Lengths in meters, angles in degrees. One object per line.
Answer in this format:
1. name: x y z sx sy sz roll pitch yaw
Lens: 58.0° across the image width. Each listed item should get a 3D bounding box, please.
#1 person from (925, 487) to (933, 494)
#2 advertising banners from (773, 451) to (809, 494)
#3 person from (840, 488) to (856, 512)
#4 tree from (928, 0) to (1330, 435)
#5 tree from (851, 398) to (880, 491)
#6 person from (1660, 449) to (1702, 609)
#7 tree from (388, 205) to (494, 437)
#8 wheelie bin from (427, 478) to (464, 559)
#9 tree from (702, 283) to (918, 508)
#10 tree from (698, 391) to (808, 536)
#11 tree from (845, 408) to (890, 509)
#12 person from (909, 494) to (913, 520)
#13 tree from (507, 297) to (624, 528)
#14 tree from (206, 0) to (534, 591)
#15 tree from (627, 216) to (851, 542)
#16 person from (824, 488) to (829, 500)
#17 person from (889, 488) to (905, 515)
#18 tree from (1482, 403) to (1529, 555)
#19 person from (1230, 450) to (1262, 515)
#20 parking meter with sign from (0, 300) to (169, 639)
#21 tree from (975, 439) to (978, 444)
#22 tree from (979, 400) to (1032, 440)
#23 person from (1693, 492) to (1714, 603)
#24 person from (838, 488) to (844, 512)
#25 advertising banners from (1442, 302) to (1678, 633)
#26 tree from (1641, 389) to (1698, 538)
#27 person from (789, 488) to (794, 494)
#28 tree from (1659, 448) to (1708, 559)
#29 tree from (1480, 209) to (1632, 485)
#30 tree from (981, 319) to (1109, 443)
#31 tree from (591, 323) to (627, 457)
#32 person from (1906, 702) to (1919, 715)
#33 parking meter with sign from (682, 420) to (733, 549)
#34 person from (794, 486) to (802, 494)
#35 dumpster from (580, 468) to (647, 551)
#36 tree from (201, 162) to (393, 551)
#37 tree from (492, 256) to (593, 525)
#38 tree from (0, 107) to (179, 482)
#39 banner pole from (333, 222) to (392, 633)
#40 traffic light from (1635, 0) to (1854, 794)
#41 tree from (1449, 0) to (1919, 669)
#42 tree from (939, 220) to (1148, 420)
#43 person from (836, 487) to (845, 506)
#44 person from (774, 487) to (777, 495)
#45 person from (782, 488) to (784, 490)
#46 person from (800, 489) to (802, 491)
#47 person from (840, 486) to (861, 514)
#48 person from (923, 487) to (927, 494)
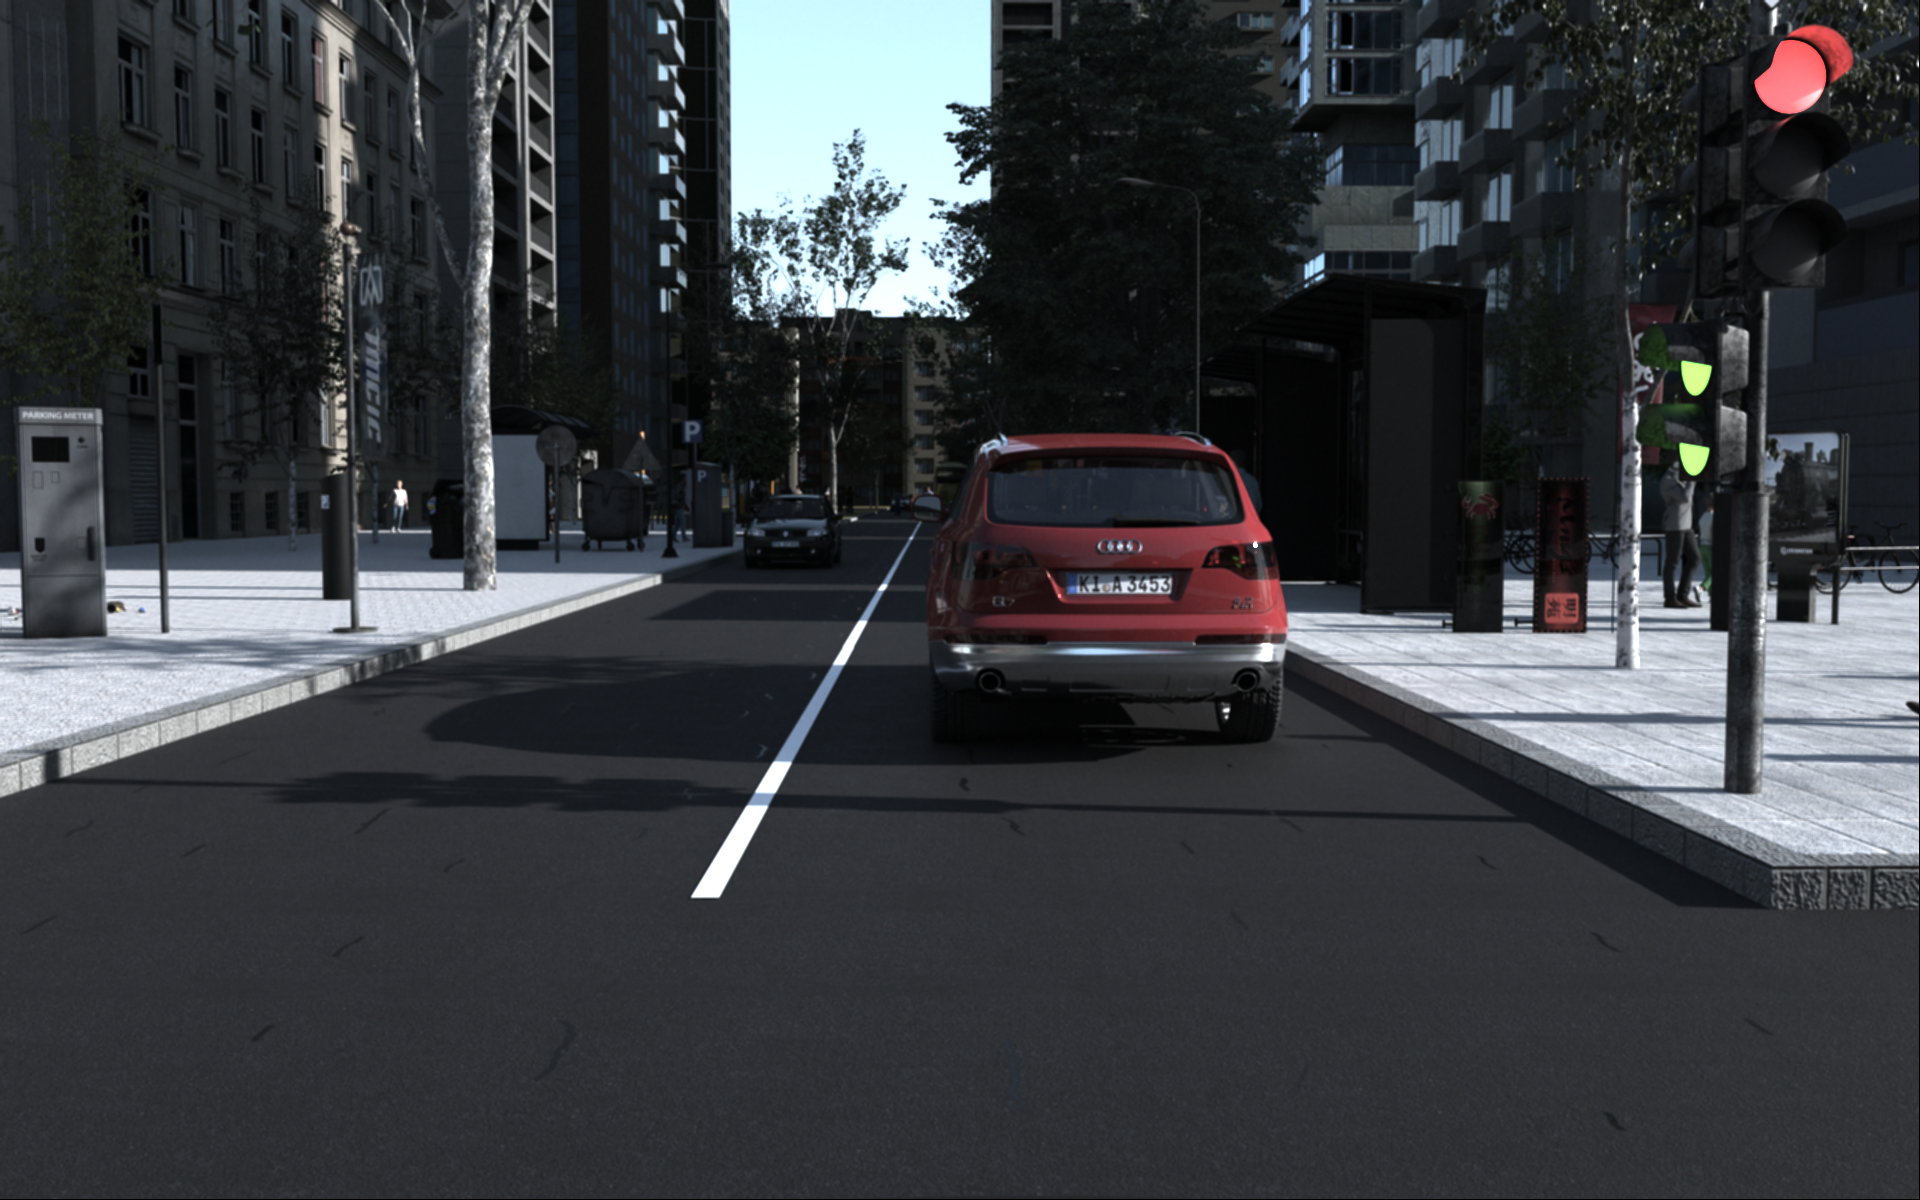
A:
1. person: -1.767 -5.186 93.152 0.709 1.838 0.599 2 4 29
2. advertising banners: -7.051 -4.516 70.030 2.074 3.025 0.090 1 4 17
3. person: -7.918 -7.078 122.488 1.217 1.743 0.721 1 4 20
4. tree: 4.301 -8.270 41.865 9.857 13.997 8.962 0 3 0
5. tree: -7.882 -10.702 125.342 4.360 8.622 3.978 0 3 0
6. person: 8.113 -0.810 19.469 0.592 1.802 0.473 -3 4 -39
7. tree: -15.198 -5.798 45.157 4.360 8.622 3.978 0 3 0
8. wheelie bin: -10.080 -1.620 34.390 0.693 1.594 0.980 2 4 32
9. tree: -7.407 -8.636 75.617 8.767 10.594 7.601 2 4 28
10. tree: -6.394 -4.244 53.097 4.285 4.588 4.351 0 3 0
11. tree: -7.740 -12.000 146.565 4.737 8.622 4.395 0 3 0
12. person: -2.692 -5.097 95.088 0.557 1.426 1.065 0 4 -1
13. tree: -15.491 -7.044 65.534 4.737 8.622 4.395 0 3 0
14. tree: -5.664 -10.272 23.830 12.611 20.169 13.585 0 3 0
15. tree: -5.917 -5.858 46.141 4.360 8.622 3.978 0 3 0
16. person: -9.605 -7.357 127.058 0.721 1.736 1.217 2 4 34
17. person: -4.218 -6.629 116.968 1.350 1.814 0.705 -3 5 -42
18. tree: 11.289 -2.596 37.043 1.663 3.219 1.824 0 3 0
19. person: 3.428 -0.914 21.013 0.660 1.820 0.620 -3 5 -44
20. parking meter with sign: -8.084 -1.180 15.547 1.738 3.016 0.543 -2 4 -25
21. tree: 3.053 -12.831 160.141 4.360 8.622 3.978 0 3 0
22. tree: 3.516 -11.098 131.821 4.737 8.622 4.395 0 3 0
23. person: 8.776 -0.613 20.309 0.590 1.304 0.306 -2 4 -34
24. person: -8.517 -7.262 125.586 0.742 1.727 0.445 0 4 1
25. advertising banners: 5.508 -1.206 15.906 2.074 3.025 0.090 0 4 1
26. tree: 21.043 -4.087 50.538 4.285 4.588 4.351 0 3 0
27. person: -11.947 -7.007 121.344 1.217 1.736 0.721 1 4 12
28. tree: 14.707 -2.458 34.787 1.663 3.219 1.824 0 3 0
29. tree: 15.637 -5.849 45.988 4.737 8.622 4.395 0 3 0
30. tree: 3.710 -7.357 70.649 4.360 8.622 3.978 0 3 0
31. tree: -16.009 -7.451 72.192 4.360 8.622 3.978 0 3 0
32. person: 5.737 -0.195 9.623 0.661 1.777 0.834 -1 4 -20
33. parking meter with sign: -6.003 -2.767 41.501 0.543 3.016 1.738 1 4 19
34. person: -8.627 -5.195 91.517 0.617 1.759 0.750 -2 4 -26
35. dumpster: -7.904 -2.060 39.438 1.264 1.857 1.865 0 4 -1
36. tree: -15.083 -5.416 38.913 4.360 8.622 3.978 0 3 0
37. tree: -13.910 -6.267 52.826 4.360 8.622 3.978 0 3 0
38. tree: -16.793 -5.055 33.009 4.737 8.622 4.395 0 3 0
39. banner pole: -5.464 -1.583 15.894 0.863 3.779 0.401 3 5 40
40. traffic light: 3.358 -1.128 7.358 0.839 4.253 0.868 0 4 -1
41. tree: 5.119 -3.794 12.387 4.360 8.622 3.978 0 3 0
42. tree: 3.297 -8.342 62.154 9.928 11.665 9.643 0 3 0
43. person: -10.097 -8.342 142.391 1.348 1.831 0.705 0 4 -8
44. person: -14.681 -8.013 136.921 0.709 1.838 0.599 1 4 23
45. person: -12.441 -7.117 123.204 0.445 1.727 0.742 3 5 43
46. person: -13.148 -8.403 144.146 0.721 1.736 1.217 0 4 -3
47. person: -7.227 -6.610 114.071 1.348 1.831 0.705 0 4 5
48. person: -2.006 -5.781 103.027 1.348 1.823 0.705 -1 4 -13
